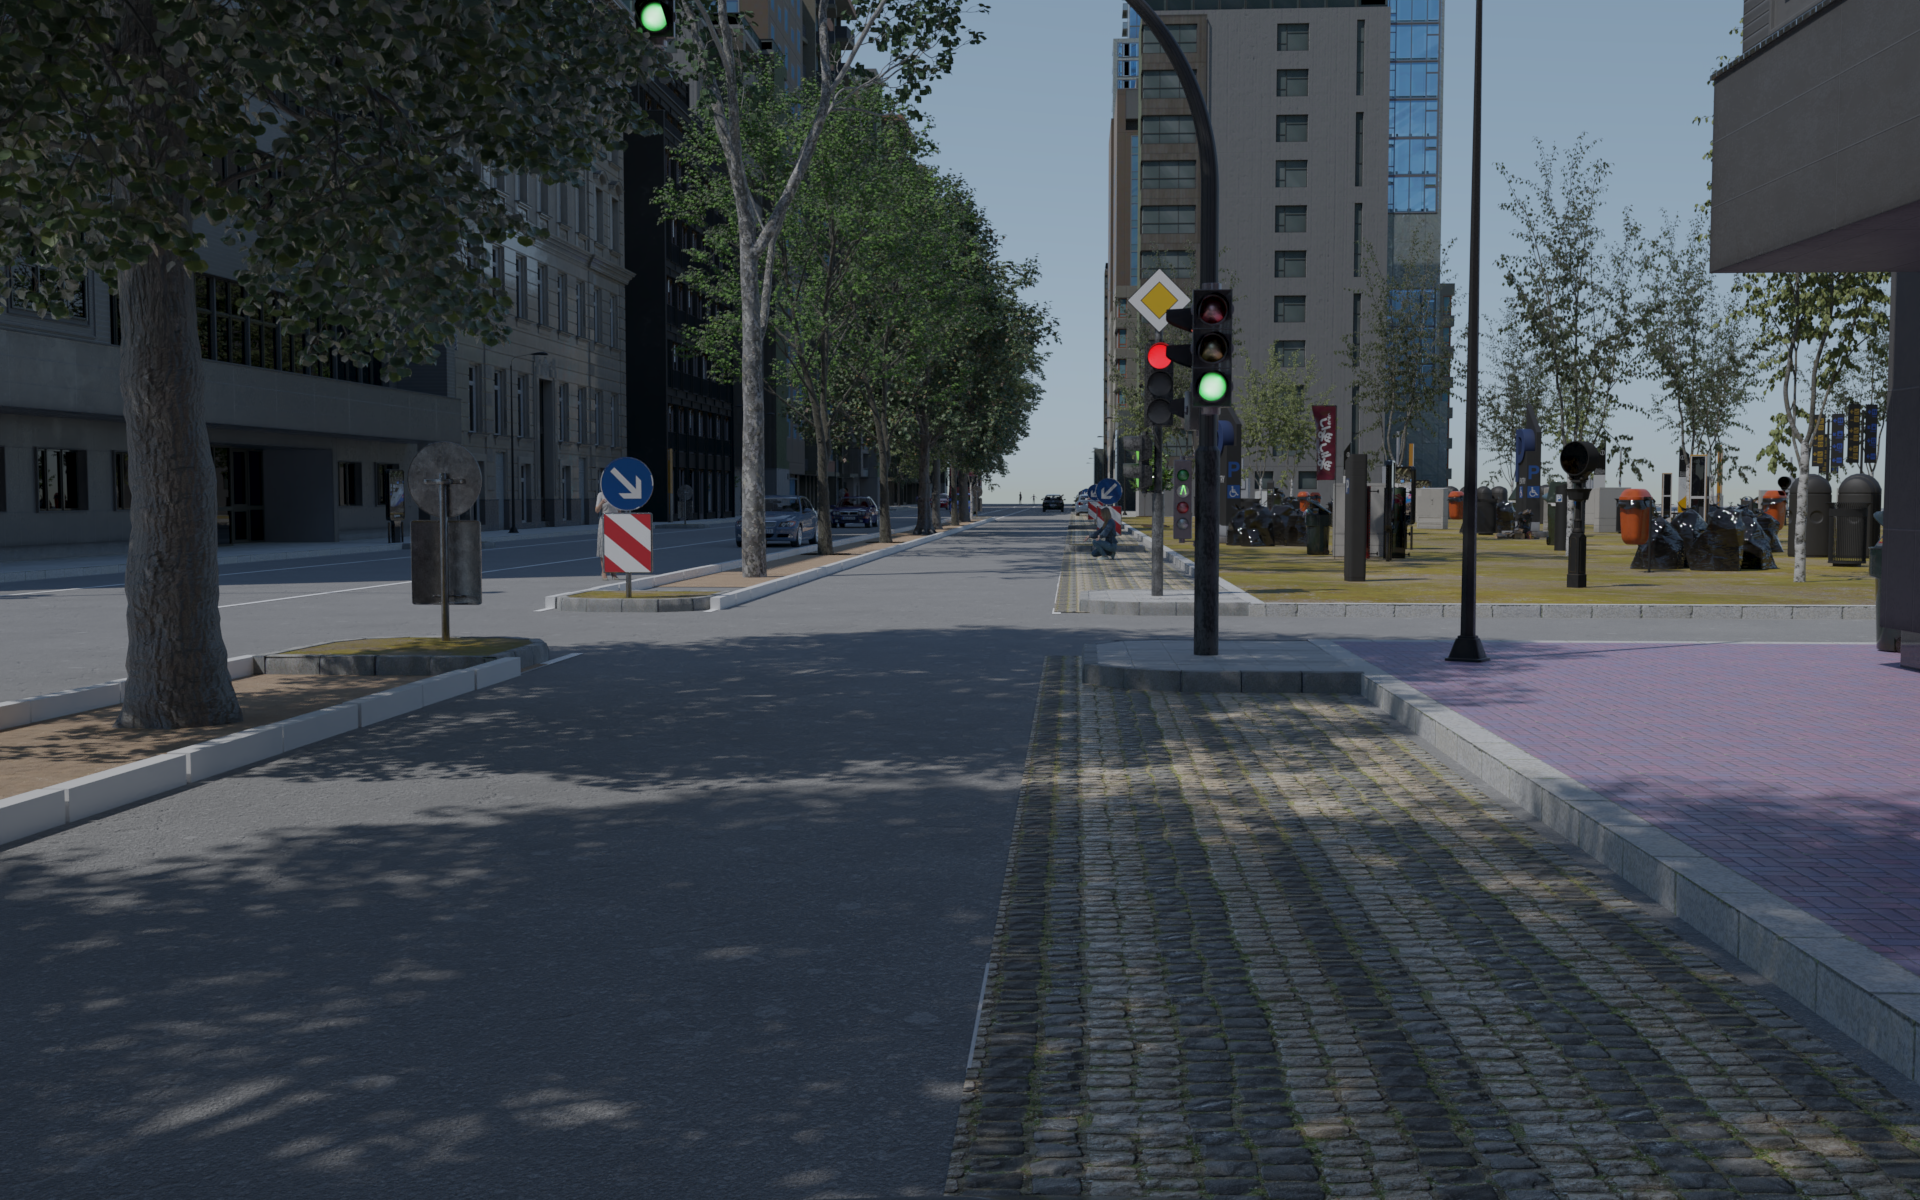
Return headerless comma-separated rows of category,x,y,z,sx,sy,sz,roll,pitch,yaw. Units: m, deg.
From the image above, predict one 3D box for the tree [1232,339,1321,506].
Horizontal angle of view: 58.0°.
tree,14.442,-8.113,83.013,4.737,8.622,4.395,0,3,0

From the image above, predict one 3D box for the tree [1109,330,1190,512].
tree,8.831,-7.754,77.148,4.737,8.622,4.395,0,3,0

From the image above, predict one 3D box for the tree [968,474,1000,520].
tree,0.647,-8.729,95.544,4.360,8.622,3.978,0,3,0

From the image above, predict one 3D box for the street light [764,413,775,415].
street light,-11.302,-7.749,99.229,1.470,5.913,1.316,0,4,4

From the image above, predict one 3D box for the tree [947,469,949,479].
tree,-2.267,-18.805,257.818,4.737,8.622,4.395,0,3,0

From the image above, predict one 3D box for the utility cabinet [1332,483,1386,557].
utility cabinet,8.173,-1.619,35.147,1.173,1.500,0.318,0,4,8

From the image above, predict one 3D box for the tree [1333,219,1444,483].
tree,12.106,-5.938,47.451,4.360,8.622,3.978,0,3,0

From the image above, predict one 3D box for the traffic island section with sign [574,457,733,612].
traffic island section with sign,-4.046,-0.843,21.927,2.006,1.907,1.989,0,4,4

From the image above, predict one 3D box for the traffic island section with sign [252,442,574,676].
traffic island section with sign,-4.544,-0.391,14.537,2.006,1.907,1.989,0,4,4

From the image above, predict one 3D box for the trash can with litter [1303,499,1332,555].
trash can with litter,7.783,-1.537,36.514,1.055,1.170,0.624,0,4,3

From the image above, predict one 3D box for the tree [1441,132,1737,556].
tree,12.670,-5.199,35.373,4.360,8.622,3.978,0,3,0

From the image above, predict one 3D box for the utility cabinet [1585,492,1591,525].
utility cabinet,25.899,-3.873,72.001,1.173,1.500,0.318,2,4,34

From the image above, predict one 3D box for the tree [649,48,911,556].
tree,-3.250,-6.852,40.250,9.928,11.665,9.643,0,3,0

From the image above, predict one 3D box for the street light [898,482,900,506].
street light,-5.867,-12.823,182.196,1.470,5.913,1.316,0,4,4

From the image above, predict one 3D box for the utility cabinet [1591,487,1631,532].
utility cabinet,21.598,-2.977,57.352,1.173,1.500,0.318,-1,4,-13

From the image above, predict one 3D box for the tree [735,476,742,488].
tree,-13.149,-6.223,96.347,1.663,3.219,1.824,0,3,0

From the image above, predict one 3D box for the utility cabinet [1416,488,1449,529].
utility cabinet,17.155,-3.316,62.895,0.318,1.500,1.173,-3,4,-36

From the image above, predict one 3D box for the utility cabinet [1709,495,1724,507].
utility cabinet,38.687,-4.760,88.983,0.306,1.237,1.020,-2,4,-27

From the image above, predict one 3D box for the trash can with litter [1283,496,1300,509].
trash can with litter,9.695,-2.539,52.564,2.233,1.210,1.678,2,4,25

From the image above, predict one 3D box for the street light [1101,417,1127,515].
street light,9.378,-8.046,104.098,1.470,5.913,1.316,0,4,4

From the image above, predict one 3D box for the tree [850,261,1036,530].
tree,-0.860,-9.054,68.619,7.486,12.596,7.792,0,3,0

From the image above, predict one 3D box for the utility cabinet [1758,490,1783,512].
utility cabinet,40.607,-4.769,86.653,1.173,1.500,0.318,0,4,5

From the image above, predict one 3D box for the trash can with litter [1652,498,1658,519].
trash can with litter,35.549,-4.752,89.090,1.055,1.170,0.624,-3,4,-39

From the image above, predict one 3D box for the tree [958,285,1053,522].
tree,0.218,-10.926,87.751,9.857,13.997,8.962,0,3,0

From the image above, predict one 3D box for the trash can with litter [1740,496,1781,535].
trash can with litter,24.709,-2.674,54.784,1.678,1.210,2.233,-1,4,-14

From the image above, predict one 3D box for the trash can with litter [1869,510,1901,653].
trash can with litter,7.830,-0.151,13.863,0.624,1.170,1.055,-1,4,-17

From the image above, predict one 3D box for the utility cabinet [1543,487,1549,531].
utility cabinet,18.115,-2.717,53.098,0.318,1.500,1.173,1,4,11

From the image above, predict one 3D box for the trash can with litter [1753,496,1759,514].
trash can with litter,40.864,-4.776,89.473,0.624,1.170,1.055,-3,4,-39

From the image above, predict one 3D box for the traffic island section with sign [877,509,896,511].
traffic island section with sign,-6.529,-8.630,149.727,1.989,1.847,2.006,0,4,4

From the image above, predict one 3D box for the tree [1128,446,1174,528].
tree,7.615,-4.557,69.102,1.663,3.219,1.824,0,3,0

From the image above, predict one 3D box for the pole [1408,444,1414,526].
pole,18.293,-4.673,70.246,0.158,3.312,0.155,0,3,0

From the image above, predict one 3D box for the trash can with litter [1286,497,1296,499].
trash can with litter,15.080,-4.130,78.919,0.624,1.170,1.055,1,4,21

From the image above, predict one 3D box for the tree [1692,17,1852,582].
tree,12.474,-4.568,25.043,4.737,8.622,4.395,0,3,0

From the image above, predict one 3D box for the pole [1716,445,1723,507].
pole,31.483,-4.770,71.839,0.158,3.312,0.155,0,3,0

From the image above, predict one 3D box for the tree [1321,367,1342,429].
tree,17.251,-8.482,89.037,4.737,8.622,4.395,0,3,0

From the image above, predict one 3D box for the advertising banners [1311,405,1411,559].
advertising banners,7.909,-2.325,34.199,2.074,3.025,0.090,-1,4,-9

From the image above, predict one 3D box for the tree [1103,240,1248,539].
tree,6.372,-6.056,49.376,4.360,8.622,3.978,0,3,0

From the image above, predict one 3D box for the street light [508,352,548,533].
street light,-14.125,-5.146,56.674,1.470,5.913,1.316,0,4,4

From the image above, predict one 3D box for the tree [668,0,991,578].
tree,-2.366,-10.385,28.144,12.611,20.169,13.585,0,3,0

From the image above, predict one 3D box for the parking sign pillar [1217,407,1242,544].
parking sign pillar,6.950,-3.486,45.470,1.447,3.967,1.447,-1,4,-12

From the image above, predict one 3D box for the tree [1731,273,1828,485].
tree,18.821,-5.737,44.160,4.360,8.622,3.978,0,3,0

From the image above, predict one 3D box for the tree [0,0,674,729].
tree,-4.839,-6.187,10.268,9.857,13.997,8.962,0,3,0

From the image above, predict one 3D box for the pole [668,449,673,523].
pole,-13.042,-5.145,77.956,0.158,3.312,0.155,0,3,0

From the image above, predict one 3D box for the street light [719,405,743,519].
street light,-11.895,-7.215,90.509,1.470,5.913,1.316,0,4,4

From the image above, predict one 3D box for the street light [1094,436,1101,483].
street light,11.647,-10.148,138.458,1.470,5.913,1.316,0,4,4

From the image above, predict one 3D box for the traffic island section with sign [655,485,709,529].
traffic island section with sign,-11.608,-3.921,72.738,1.989,1.847,2.006,0,4,4

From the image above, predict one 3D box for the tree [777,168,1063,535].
tree,-1.243,-8.595,59.989,9.611,12.733,9.660,0,3,0

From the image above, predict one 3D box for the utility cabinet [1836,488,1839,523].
utility cabinet,32.654,-3.384,64.000,0.318,1.500,1.173,1,4,18

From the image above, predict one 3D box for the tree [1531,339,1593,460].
tree,28.202,-7.893,79.417,4.737,8.622,4.395,0,3,0

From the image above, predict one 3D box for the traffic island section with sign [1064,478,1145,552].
traffic island section with sign,3.619,-2.136,43.552,1.989,1.847,2.006,0,4,4

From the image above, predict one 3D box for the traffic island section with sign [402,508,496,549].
traffic island section with sign,-13.390,-2.267,45.699,1.989,1.847,2.006,0,4,4

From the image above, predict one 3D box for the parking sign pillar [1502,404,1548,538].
parking sign pillar,16.862,-3.847,51.378,1.447,3.967,1.447,0,4,5

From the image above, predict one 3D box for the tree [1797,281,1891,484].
tree,30.039,-6.536,57.222,4.360,8.622,3.978,0,3,0

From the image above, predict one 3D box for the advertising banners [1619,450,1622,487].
advertising banners,26.099,-4.401,68.145,0.090,3.025,2.074,2,4,31

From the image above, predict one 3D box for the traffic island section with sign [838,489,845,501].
traffic island section with sign,-8.299,-6.985,122.830,1.989,1.847,2.006,0,4,4

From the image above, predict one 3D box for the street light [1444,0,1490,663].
street light,3.373,-2.488,13.214,1.470,5.913,1.316,0,4,4

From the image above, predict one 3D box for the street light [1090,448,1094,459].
street light,13.922,-12.240,172.662,1.470,5.913,1.316,0,4,4

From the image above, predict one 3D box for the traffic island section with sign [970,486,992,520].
traffic island section with sign,0.898,-5.429,96.904,2.006,1.907,1.989,0,4,4
